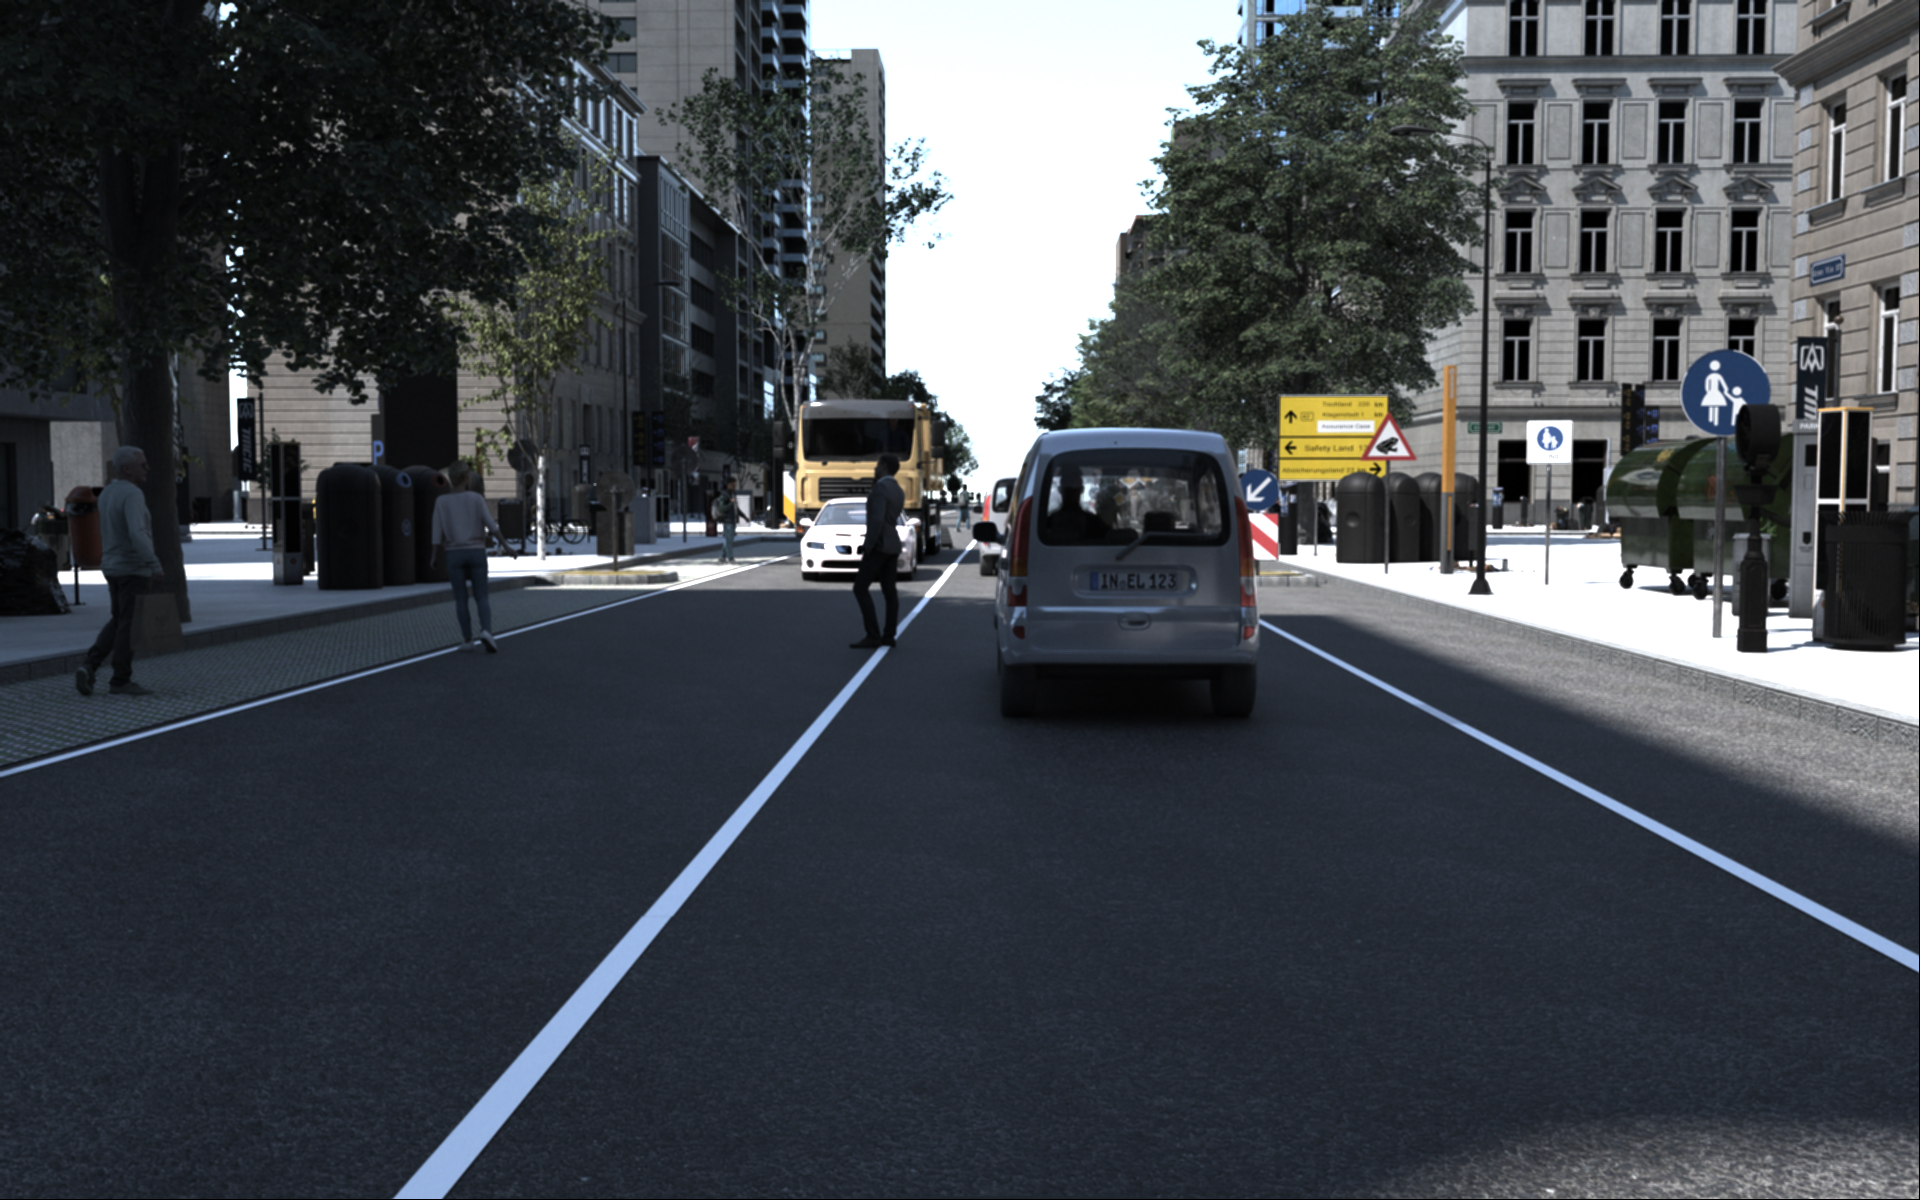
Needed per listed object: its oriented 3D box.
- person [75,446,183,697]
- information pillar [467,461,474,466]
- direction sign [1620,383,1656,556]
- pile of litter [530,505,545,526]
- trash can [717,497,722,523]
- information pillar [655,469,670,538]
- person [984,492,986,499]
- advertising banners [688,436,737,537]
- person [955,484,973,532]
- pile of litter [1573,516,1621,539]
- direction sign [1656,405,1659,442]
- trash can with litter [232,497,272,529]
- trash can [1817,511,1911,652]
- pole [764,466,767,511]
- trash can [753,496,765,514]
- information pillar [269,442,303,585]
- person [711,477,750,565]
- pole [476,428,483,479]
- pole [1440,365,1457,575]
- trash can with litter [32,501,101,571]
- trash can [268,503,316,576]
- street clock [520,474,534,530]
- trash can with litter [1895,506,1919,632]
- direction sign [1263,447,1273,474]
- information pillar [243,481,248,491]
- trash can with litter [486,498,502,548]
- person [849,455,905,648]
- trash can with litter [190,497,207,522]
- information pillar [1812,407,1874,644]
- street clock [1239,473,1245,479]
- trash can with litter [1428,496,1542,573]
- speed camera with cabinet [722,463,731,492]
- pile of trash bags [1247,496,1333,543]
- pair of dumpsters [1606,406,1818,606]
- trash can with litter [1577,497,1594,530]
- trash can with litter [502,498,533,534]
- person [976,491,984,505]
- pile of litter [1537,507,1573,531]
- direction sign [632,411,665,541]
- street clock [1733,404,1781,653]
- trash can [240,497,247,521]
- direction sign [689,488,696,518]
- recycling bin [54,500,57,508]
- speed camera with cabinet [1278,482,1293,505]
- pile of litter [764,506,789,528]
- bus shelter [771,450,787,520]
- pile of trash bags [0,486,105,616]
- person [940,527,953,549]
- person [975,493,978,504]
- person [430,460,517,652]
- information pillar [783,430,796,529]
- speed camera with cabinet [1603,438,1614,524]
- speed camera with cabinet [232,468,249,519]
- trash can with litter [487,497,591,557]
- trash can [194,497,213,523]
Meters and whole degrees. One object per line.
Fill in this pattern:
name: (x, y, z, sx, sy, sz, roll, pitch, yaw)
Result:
person: (-5.821, -0.190, 12.098, 0.782, 1.767, 0.515, 3, 5, 40)
information pillar: (-10.848, -2.059, 38.164, 0.304, 2.012, 0.304, -1, 4, -13)
direction sign: (13.827, -2.671, 35.661, 0.876, 3.537, 0.379, -3, 5, -40)
pile of litter: (-17.595, -3.473, 70.753, 1.176, 0.858, 1.719, 2, 4, 30)
trash can: (-10.405, -3.946, 76.166, 0.748, 1.137, 0.748, 0, 3, 0)
information pillar: (-8.695, -2.824, 50.663, 0.304, 2.012, 0.304, 3, 5, 40)
person: (2.895, -11.662, 199.850, 0.721, 1.739, 1.217, -2, 4, -24)
advertising banners: (-7.464, -3.418, 52.070, 2.074, 3.025, 0.090, 3, 5, 40)
person: (0.147, -3.458, 65.031, 0.713, 1.824, 0.794, -1, 4, -19)
pile of litter: (18.780, -2.188, 49.744, 1.176, 0.858, 1.719, -2, 4, -33)
direction sign: (17.394, -3.199, 44.307, 0.876, 3.537, 0.379, 0, 4, 4)
trash can with litter: (-25.713, -3.244, 64.097, 2.233, 1.210, 1.678, -1, 4, -11)
trash can: (7.470, -0.161, 14.284, 0.748, 1.137, 0.748, 0, 3, 0)
pole: (-14.034, -8.024, 125.028, 0.158, 3.312, 0.155, 0, 3, 0)
trash can: (-12.683, -5.964, 109.159, 0.748, 1.137, 0.748, 0, 3, 0)
information pillar: (-9.499, -1.220, 24.435, 0.304, 2.012, 0.304, 3, 4, 39)
person: (-4.629, -1.588, 34.809, 0.721, 1.781, 0.623, 0, 4, 5)
pole: (-14.775, -3.637, 53.311, 0.158, 3.312, 0.155, 0, 3, 0)
pole: (7.780, -2.064, 27.591, 0.158, 3.312, 0.155, 0, 3, 0)
trash can with litter: (-14.894, -1.076, 28.977, 1.055, 1.170, 0.624, -3, 4, -38)
trash can: (-10.458, -0.951, 27.194, 0.748, 1.137, 0.748, 0, 3, 0)
street clock: (-15.435, -3.498, 61.758, 0.358, 2.002, 0.471, 2, 4, 30)
trash can with litter: (9.097, -0.307, 16.400, 0.624, 1.170, 1.055, 3, 5, 42)
direction sign: (14.982, -5.647, 84.320, 0.379, 3.537, 0.876, 3, 5, 40)
information pillar: (-49.292, -7.836, 119.473, 0.183, 3.616, 0.504, 0, 4, 6)
trash can with litter: (-11.501, -1.812, 41.016, 0.624, 1.170, 1.055, 2, 4, 24)
person: (-0.767, -0.462, 16.239, 0.473, 1.802, 0.592, 3, 4, 38)
trash can with litter: (-34.634, -4.100, 78.430, 1.055, 1.170, 0.624, 2, 4, 28)
information pillar: (7.563, -0.634, 14.852, 0.304, 2.012, 0.304, -1, 4, -18)
street clock: (9.844, -3.388, 59.972, 0.358, 2.002, 0.471, -2, 4, -35)
trash can with litter: (8.697, -1.115, 29.287, 1.678, 1.210, 2.233, 0, 4, -6)
speed camera with cabinet: (-14.374, -7.055, 109.686, 0.660, 3.252, 2.038, 1, 4, 21)
pile of trash bags: (9.601, -2.212, 45.923, 3.447, 1.369, 1.912, 2, 4, 26)
pair of dumpsters: (9.469, -1.151, 21.311, 1.574, 2.255, 4.437, 0, 4, 2)
trash can with litter: (22.457, -3.118, 62.366, 0.624, 1.170, 1.055, 1, 4, 10)
trash can with litter: (-13.629, -2.550, 53.079, 1.055, 1.170, 0.624, 1, 4, 12)
person: (2.319, -11.906, 203.180, 1.348, 1.822, 0.705, -3, 5, -43)
pile of litter: (21.116, -2.856, 60.657, 1.176, 0.858, 1.719, -3, 5, -44)
direction sign: (-8.494, -3.384, 47.326, 0.876, 3.537, 0.379, 0, 4, 3)
street clock: (6.429, -0.577, 14.003, 0.358, 2.002, 0.471, 1, 4, 10)
trash can: (-33.421, -4.264, 81.376, 0.748, 1.137, 0.748, 0, 3, 0)
direction sign: (-14.619, -6.268, 94.471, 0.876, 3.537, 0.379, 2, 4, 29)
recycling bin: (-61.120, -6.336, 116.151, 0.722, 1.027, 0.722, -1, 4, -11)
speed camera with cabinet: (15.215, -5.354, 81.877, 2.038, 3.252, 0.660, -1, 4, -12)
pile of litter: (-6.864, -3.139, 65.285, 1.176, 0.858, 1.719, 1, 4, 9)
bus shelter: (-8.351, -5.929, 88.215, 1.731, 3.624, 6.357, 0, 4, 2)
pile of trash bags: (-10.422, -0.541, 18.591, 1.912, 1.369, 3.447, 1, 4, 18)
person: (-0.880, -2.253, 45.558, 0.699, 1.804, 1.509, -2, 4, -35)
person: (2.358, -14.624, 249.073, 0.593, 1.643, 0.415, 1, 4, 14)
person: (-4.381, -0.400, 15.712, 0.731, 1.740, 0.598, -2, 4, -31)
information pillar: (-6.234, -4.410, 63.464, 0.504, 3.616, 0.183, 2, 4, 26)
speed camera with cabinet: (22.883, -4.040, 60.383, 0.660, 3.252, 2.038, 1, 4, 13)
speed camera with cabinet: (-37.846, -5.906, 90.905, 0.660, 3.252, 2.038, -3, 4, -36)
trash can with litter: (-8.996, -1.542, 36.271, 2.233, 1.210, 1.678, -3, 4, -37)
trash can: (-33.721, -4.010, 77.223, 0.748, 1.137, 0.748, 0, 3, 0)
